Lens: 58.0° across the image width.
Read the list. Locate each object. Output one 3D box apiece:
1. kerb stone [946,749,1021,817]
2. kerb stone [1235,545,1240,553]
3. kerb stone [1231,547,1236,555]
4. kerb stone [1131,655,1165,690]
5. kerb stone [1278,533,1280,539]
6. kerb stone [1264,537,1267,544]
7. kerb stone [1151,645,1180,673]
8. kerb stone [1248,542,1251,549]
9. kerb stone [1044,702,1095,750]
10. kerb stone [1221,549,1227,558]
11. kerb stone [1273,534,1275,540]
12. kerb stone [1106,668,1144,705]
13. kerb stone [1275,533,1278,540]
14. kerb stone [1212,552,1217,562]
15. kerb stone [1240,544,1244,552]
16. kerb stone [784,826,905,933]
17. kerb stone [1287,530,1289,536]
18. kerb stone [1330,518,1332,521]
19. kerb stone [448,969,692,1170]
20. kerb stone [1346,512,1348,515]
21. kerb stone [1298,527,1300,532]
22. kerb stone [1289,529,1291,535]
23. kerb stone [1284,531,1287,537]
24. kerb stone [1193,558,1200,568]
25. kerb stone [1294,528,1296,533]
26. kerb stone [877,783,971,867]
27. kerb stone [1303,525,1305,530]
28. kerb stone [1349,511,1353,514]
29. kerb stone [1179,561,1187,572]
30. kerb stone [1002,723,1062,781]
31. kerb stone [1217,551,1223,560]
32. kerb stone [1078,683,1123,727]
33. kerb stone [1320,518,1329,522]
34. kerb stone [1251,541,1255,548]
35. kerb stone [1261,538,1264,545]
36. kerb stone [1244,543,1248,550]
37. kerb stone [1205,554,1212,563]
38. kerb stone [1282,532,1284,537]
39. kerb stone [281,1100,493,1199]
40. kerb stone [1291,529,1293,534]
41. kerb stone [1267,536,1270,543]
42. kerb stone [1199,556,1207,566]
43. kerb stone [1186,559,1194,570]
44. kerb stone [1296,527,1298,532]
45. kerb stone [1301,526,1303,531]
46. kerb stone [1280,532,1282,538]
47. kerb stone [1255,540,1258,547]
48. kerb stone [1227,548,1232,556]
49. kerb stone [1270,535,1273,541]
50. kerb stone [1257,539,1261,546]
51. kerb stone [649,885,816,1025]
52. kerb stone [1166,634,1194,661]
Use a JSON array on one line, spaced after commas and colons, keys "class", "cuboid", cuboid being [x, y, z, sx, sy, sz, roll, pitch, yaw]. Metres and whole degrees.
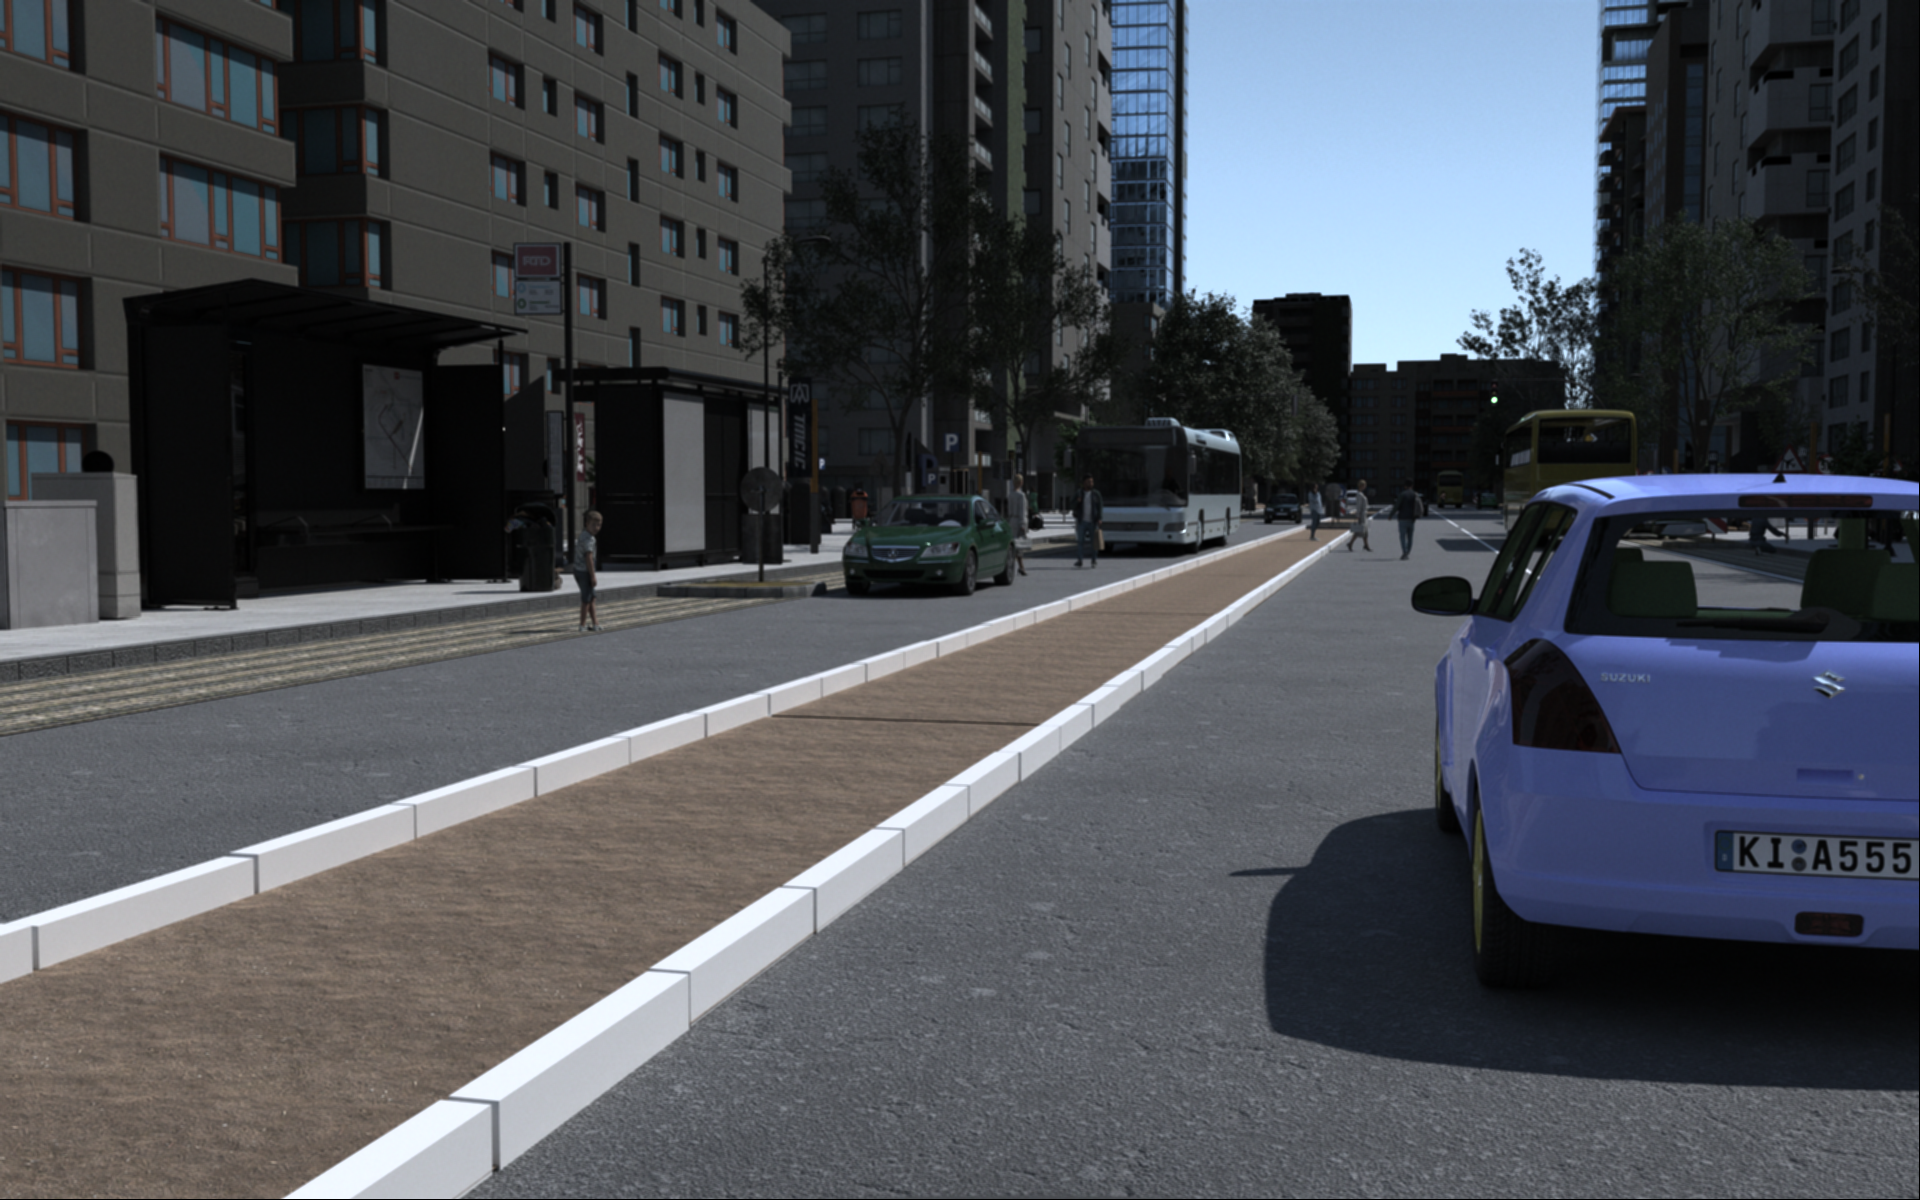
[{"class": "kerb stone", "cuboid": [0.108, 0.860, 8.131, 0.120, 0.150, 1.000, 1, 4, 14]}, {"class": "kerb stone", "cuboid": [6.527, -1.174, 41.410, 0.120, 0.150, 1.000, 1, 4, 14]}, {"class": "kerb stone", "cuboid": [6.268, -1.108, 40.419, 0.120, 0.150, 1.000, 1, 4, 14]}, {"class": "kerb stone", "cuboid": [1.398, 0.557, 13.086, 0.120, 0.150, 1.000, 1, 4, 14]}, {"class": "kerb stone", "cuboid": [9.850, -1.963, 54.298, 0.120, 0.150, 1.000, 1, 4, 14]}, {"class": "kerb stone", "cuboid": [8.571, -1.660, 49.339, 0.120, 0.150, 1.000, 1, 4, 14]}, {"class": "kerb stone", "cuboid": [1.644, 0.501, 14.078, 0.120, 0.150, 1.000, 1, 4, 14]}, {"class": "kerb stone", "cuboid": [7.299, -1.357, 44.379, 0.120, 0.150, 1.000, 1, 4, 14]}, {"class": "kerb stone", "cuboid": [0.624, 0.743, 10.114, 0.120, 0.150, 1.000, 1, 4, 14]}, {"class": "kerb stone", "cuboid": [5.760, -0.991, 38.436, 0.120, 0.150, 1.000, 1, 4, 14]}, {"class": "kerb stone", "cuboid": [9.338, -1.842, 52.311, 0.120, 0.150, 1.000, 1, 4, 14]}, {"class": "kerb stone", "cuboid": [1.135, 0.618, 12.098, 0.120, 0.150, 1.000, 1, 4, 14]}, {"class": "kerb stone", "cuboid": [9.598, -1.903, 53.305, 0.120, 0.150, 1.000, 1, 4, 14]}, {"class": "kerb stone", "cuboid": [5.247, -0.872, 36.449, 0.120, 0.150, 1.000, 1, 4, 14]}, {"class": "kerb stone", "cuboid": [6.789, -1.236, 42.399, 0.120, 0.150, 1.000, 1, 4, 14]}, {"class": "kerb stone", "cuboid": [-0.401, 0.982, 6.144, 0.120, 0.150, 1.000, 1, 4, 14]}, {"class": "kerb stone", "cuboid": [10.879, -2.206, 58.257, 0.120, 0.150, 1.000, 1, 4, 14]}, {"class": "kerb stone", "cuboid": [19.220, -4.181, 90.566, 0.120, 0.150, 1.000, 1, 4, 14]}, {"class": "kerb stone", "cuboid": [-0.907, 1.103, 4.162, 0.120, 0.150, 1.000, 1, 4, 14]}, {"class": "kerb stone", "cuboid": [25.360, -5.637, 114.381, 0.120, 0.150, 1.000, 1, 4, 14]}, {"class": "kerb stone", "cuboid": [12.414, -2.570, 64.216, 0.120, 0.150, 1.000, 1, 4, 14]}, {"class": "kerb stone", "cuboid": [11.133, -2.267, 59.254, 0.120, 0.150, 1.000, 1, 4, 14]}, {"class": "kerb stone", "cuboid": [10.618, -2.145, 57.269, 0.120, 0.150, 1.000, 1, 4, 14]}, {"class": "kerb stone", "cuboid": [4.473, -0.689, 33.466, 0.120, 0.150, 1.000, 1, 4, 14]}, {"class": "kerb stone", "cuboid": [11.900, -2.449, 62.236, 0.120, 0.150, 1.000, 1, 4, 14]}, {"class": "kerb stone", "cuboid": [-0.146, 0.921, 7.141, 0.120, 0.150, 1.000, 1, 4, 14]}, {"class": "kerb stone", "cuboid": [13.180, -2.747, 67.192, 0.120, 0.150, 1.000, 1, 4, 14]}, {"class": "kerb stone", "cuboid": [28.426, -6.366, 126.280, 0.120, 0.150, 1.000, 1, 4, 14]}, {"class": "kerb stone", "cuboid": [3.963, -0.568, 31.486, 0.120, 0.150, 1.000, 1, 4, 14]}, {"class": "kerb stone", "cuboid": [0.370, 0.802, 9.119, 0.120, 0.150, 1.000, 1, 4, 14]}, {"class": "kerb stone", "cuboid": [5.512, -0.932, 37.442, 0.120, 0.150, 1.000, 1, 4, 14]}, {"class": "kerb stone", "cuboid": [0.887, 0.681, 11.107, 0.120, 0.150, 1.000, 1, 4, 14]}, {"class": "kerb stone", "cuboid": [18.436, -4.000, 87.597, 0.120, 0.150, 1.000, 1, 4, 14]}, {"class": "kerb stone", "cuboid": [7.552, -1.417, 45.370, 0.120, 0.150, 1.000, 1, 4, 14]}, {"class": "kerb stone", "cuboid": [8.321, -1.587, 48.344, 0.120, 0.150, 1.000, 1, 4, 14]}, {"class": "kerb stone", "cuboid": [7.040, -1.296, 43.390, 0.120, 0.150, 1.000, 1, 4, 14]}, {"class": "kerb stone", "cuboid": [4.993, -0.809, 35.454, 0.120, 0.150, 1.000, 1, 4, 14]}, {"class": "kerb stone", "cuboid": [10.361, -2.085, 56.277, 0.120, 0.150, 1.000, 1, 4, 14]}, {"class": "kerb stone", "cuboid": [-1.167, 1.163, 3.174, 0.120, 0.150, 1.000, 1, 4, 14]}, {"class": "kerb stone", "cuboid": [11.387, -2.318, 60.250, 0.120, 0.150, 1.000, 1, 4, 14]}, {"class": "kerb stone", "cuboid": [8.833, -1.721, 50.330, 0.120, 0.150, 1.000, 1, 4, 14]}, {"class": "kerb stone", "cuboid": [4.739, -0.750, 34.463, 0.120, 0.150, 1.000, 1, 4, 14]}, {"class": "kerb stone", "cuboid": [4.224, -0.629, 32.474, 0.120, 0.150, 1.000, 1, 4, 14]}, {"class": "kerb stone", "cuboid": [12.161, -2.509, 63.225, 0.120, 0.150, 1.000, 1, 4, 14]}, {"class": "kerb stone", "cuboid": [12.927, -2.688, 66.201, 0.120, 0.150, 1.000, 1, 4, 14]}, {"class": "kerb stone", "cuboid": [10.109, -2.022, 55.287, 0.120, 0.150, 1.000, 1, 4, 14]}, {"class": "kerb stone", "cuboid": [7.802, -1.478, 46.362, 0.120, 0.150, 1.000, 1, 4, 14]}, {"class": "kerb stone", "cuboid": [6.017, -1.054, 39.426, 0.120, 0.150, 1.000, 1, 4, 14]}, {"class": "kerb stone", "cuboid": [9.090, -1.779, 51.319, 0.120, 0.150, 1.000, 1, 4, 14]}, {"class": "kerb stone", "cuboid": [8.054, -1.537, 47.357, 0.120, 0.150, 1.000, 1, 4, 14]}, {"class": "kerb stone", "cuboid": [-0.659, 1.042, 5.155, 0.120, 0.150, 1.000, 1, 4, 14]}, {"class": "kerb stone", "cuboid": [1.898, 0.435, 15.083, 0.120, 0.150, 1.000, 1, 4, 14]}]
